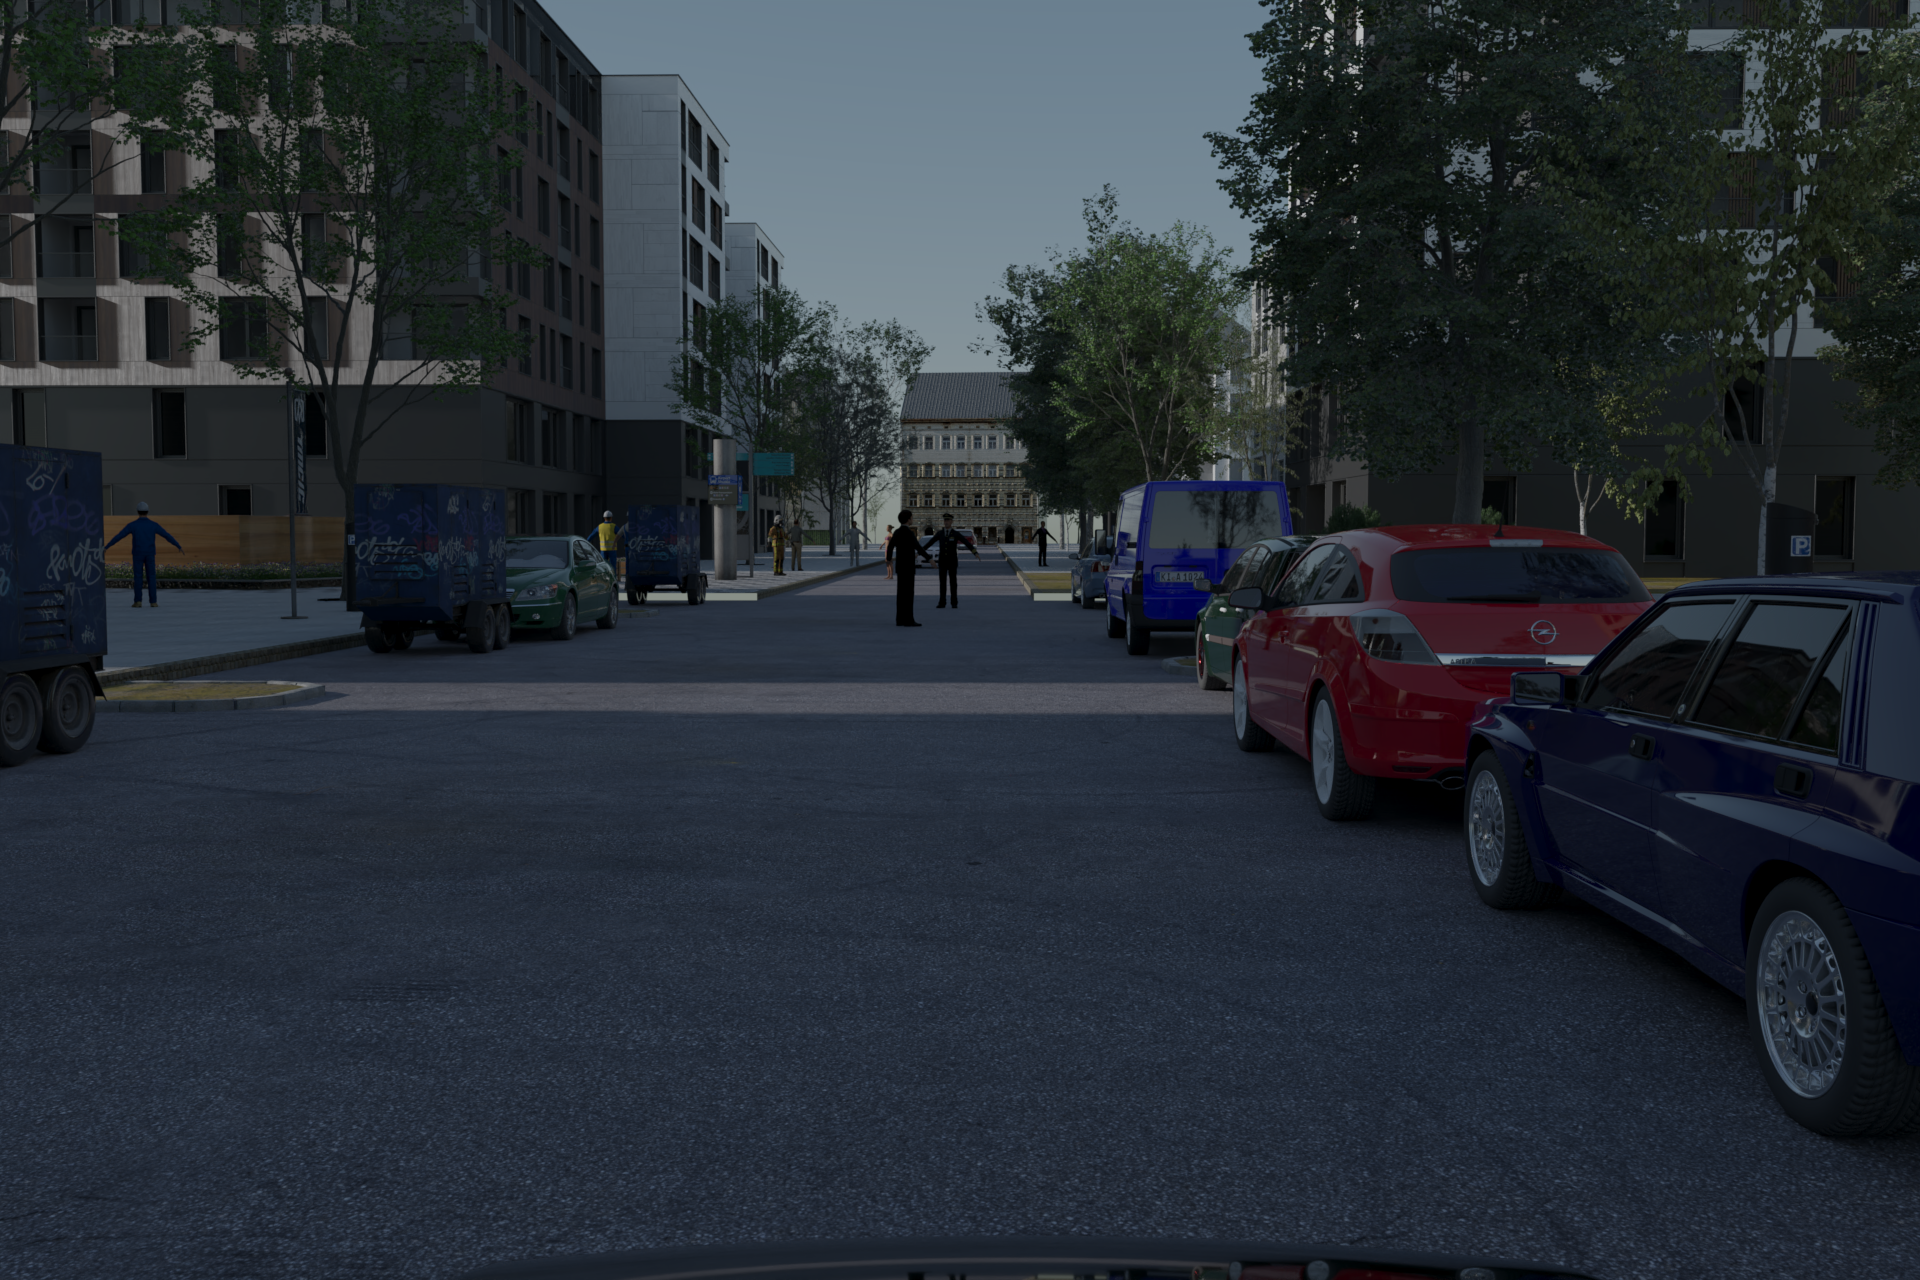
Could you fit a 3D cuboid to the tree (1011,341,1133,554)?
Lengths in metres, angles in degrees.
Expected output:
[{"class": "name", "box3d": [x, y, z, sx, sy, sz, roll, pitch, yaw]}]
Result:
[{"class": "tree", "box3d": [7.925, -12.509, 111.170, 9.857, 13.997, 8.962, 0, 3, 0]}]

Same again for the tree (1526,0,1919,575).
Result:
[{"class": "tree", "box3d": [8.798, -4.208, 19.159, 4.737, 8.622, 4.395, 0, 3, 0]}]

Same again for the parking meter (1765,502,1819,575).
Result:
[{"class": "parking meter", "box3d": [6.612, -0.330, 13.807, 0.372, 1.533, 0.369, 0, 3, 0]}]

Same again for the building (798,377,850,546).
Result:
[{"class": "building", "box3d": [-22.431, -20.684, 204.641, 16.747, 18.905, 31.486, 0, 3, 0]}]

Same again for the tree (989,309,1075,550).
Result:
[{"class": "tree", "box3d": [8.649, -17.586, 143.413, 12.611, 20.169, 13.585, 0, 3, 0]}]

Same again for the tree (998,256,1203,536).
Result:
[{"class": "tree", "box3d": [6.557, -10.466, 77.777, 9.857, 13.997, 8.962, 0, 3, 0]}]

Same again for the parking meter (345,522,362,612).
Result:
[{"class": "parking meter", "box3d": [-9.999, -1.243, 28.731, 0.372, 1.533, 0.369, 0, 3, 0]}]

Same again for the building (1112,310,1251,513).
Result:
[{"class": "building", "box3d": [24.610, -21.136, 176.494, 19.493, 23.208, 18.063, 0, 4, 1]}]

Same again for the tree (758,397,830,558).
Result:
[{"class": "tree", "box3d": [-8.711, -8.617, 91.250, 4.737, 8.622, 4.395, 0, 3, 0]}]

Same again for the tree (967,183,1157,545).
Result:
[{"class": "tree", "box3d": [6.777, -14.701, 96.246, 12.611, 20.169, 13.585, 0, 3, 0]}]

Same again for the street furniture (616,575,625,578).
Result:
[{"class": "street furniture", "box3d": [-13.140, -2.289, 53.046, 10.072, 0.657, 5.734, 0, 4, -7]}]

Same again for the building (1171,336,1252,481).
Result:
[{"class": "building", "box3d": [25.201, -18.838, 164.425, 16.016, 20.090, 11.380, 0, 4, 1]}]

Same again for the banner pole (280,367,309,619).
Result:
[{"class": "banner pole", "box3d": [-10.086, -2.223, 26.363, 0.401, 3.779, 0.863, 0, 4, 0]}]

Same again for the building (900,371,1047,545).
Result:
[{"class": "building", "box3d": [2.199, -24.470, 233.470, 18.063, 23.208, 19.493, 0, 4, 6]}]

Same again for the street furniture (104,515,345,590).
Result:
[{"class": "street furniture", "box3d": [-18.061, -2.182, 42.538, 11.010, 1.723, 9.812, 1, 4, 17]}]

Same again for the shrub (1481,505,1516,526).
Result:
[{"class": "shrub", "box3d": [14.382, -2.643, 47.262, 1.661, 2.075, 1.752, 0, 3, 0]}]

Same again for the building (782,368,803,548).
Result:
[{"class": "building", "box3d": [-25.423, -20.601, 167.752, 19.493, 23.208, 18.063, 0, 3, 0]}]

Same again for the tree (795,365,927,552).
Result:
[{"class": "tree", "box3d": [-7.548, -13.001, 122.931, 12.009, 13.543, 11.850, 0, 3, 0]}]

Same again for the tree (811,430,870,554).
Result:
[{"class": "tree", "box3d": [-8.296, -9.980, 113.539, 4.360, 8.622, 3.978, 0, 3, 0]}]

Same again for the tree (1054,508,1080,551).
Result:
[{"class": "tree", "box3d": [7.970, -10.935, 129.147, 4.737, 8.622, 4.395, 0, 3, 0]}]

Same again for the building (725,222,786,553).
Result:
[{"class": "building", "box3d": [-27.357, -16.402, 112.146, 27.936, 21.610, 32.646, 0, 4, 2]}]

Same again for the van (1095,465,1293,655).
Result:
[{"class": "van", "box3d": [2.940, -1.085, 22.127, 2.240, 2.365, 5.245, 0, 4, 0]}]

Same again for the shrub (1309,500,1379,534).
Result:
[{"class": "shrub", "box3d": [8.945, -2.211, 40.194, 1.661, 2.075, 1.752, 0, 3, 0]}]

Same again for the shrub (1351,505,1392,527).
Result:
[{"class": "shrub", "box3d": [10.227, -2.441, 43.948, 1.661, 2.075, 1.752, 0, 3, 0]}]

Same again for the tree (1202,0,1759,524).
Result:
[{"class": "tree", "box3d": [9.167, -7.601, 30.939, 9.857, 13.997, 8.962, 0, 3, 0]}]

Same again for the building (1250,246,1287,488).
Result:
[{"class": "building", "box3d": [27.316, -14.205, 98.702, 16.747, 18.905, 31.486, 0, 4, 1]}]

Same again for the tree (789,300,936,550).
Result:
[{"class": "tree", "box3d": [-8.717, -17.440, 141.029, 12.611, 20.169, 13.585, 0, 3, 0]}]

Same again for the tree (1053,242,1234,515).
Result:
[{"class": "tree", "box3d": [7.214, -9.135, 67.488, 7.486, 12.596, 7.792, 0, 3, 0]}]

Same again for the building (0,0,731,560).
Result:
[{"class": "building", "box3d": [-26.474, -14.166, 75.589, 27.936, 21.610, 32.646, 0, 4, 2]}]

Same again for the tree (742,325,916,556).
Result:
[{"class": "tree", "box3d": [-7.768, -11.767, 102.756, 12.009, 13.543, 11.850, 0, 3, 0]}]

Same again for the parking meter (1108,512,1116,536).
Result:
[{"class": "parking meter", "box3d": [4.048, -2.404, 45.021, 0.399, 1.863, 0.255, 0, 4, 0]}]

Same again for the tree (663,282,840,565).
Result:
[{"class": "tree", "box3d": [-8.503, -8.886, 71.034, 9.928, 11.665, 9.643, 0, 3, 0]}]

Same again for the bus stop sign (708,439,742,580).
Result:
[{"class": "bus stop sign", "box3d": [-6.555, -3.631, 48.386, 0.837, 3.901, 0.837, 0, 4, 1]}]

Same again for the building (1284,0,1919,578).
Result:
[{"class": "building", "box3d": [26.049, -13.583, 66.064, 27.936, 21.610, 32.646, 0, 4, 1]}]

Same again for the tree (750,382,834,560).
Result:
[{"class": "tree", "box3d": [-8.710, -8.198, 84.396, 4.360, 8.622, 3.978, 0, 3, 0]}]
